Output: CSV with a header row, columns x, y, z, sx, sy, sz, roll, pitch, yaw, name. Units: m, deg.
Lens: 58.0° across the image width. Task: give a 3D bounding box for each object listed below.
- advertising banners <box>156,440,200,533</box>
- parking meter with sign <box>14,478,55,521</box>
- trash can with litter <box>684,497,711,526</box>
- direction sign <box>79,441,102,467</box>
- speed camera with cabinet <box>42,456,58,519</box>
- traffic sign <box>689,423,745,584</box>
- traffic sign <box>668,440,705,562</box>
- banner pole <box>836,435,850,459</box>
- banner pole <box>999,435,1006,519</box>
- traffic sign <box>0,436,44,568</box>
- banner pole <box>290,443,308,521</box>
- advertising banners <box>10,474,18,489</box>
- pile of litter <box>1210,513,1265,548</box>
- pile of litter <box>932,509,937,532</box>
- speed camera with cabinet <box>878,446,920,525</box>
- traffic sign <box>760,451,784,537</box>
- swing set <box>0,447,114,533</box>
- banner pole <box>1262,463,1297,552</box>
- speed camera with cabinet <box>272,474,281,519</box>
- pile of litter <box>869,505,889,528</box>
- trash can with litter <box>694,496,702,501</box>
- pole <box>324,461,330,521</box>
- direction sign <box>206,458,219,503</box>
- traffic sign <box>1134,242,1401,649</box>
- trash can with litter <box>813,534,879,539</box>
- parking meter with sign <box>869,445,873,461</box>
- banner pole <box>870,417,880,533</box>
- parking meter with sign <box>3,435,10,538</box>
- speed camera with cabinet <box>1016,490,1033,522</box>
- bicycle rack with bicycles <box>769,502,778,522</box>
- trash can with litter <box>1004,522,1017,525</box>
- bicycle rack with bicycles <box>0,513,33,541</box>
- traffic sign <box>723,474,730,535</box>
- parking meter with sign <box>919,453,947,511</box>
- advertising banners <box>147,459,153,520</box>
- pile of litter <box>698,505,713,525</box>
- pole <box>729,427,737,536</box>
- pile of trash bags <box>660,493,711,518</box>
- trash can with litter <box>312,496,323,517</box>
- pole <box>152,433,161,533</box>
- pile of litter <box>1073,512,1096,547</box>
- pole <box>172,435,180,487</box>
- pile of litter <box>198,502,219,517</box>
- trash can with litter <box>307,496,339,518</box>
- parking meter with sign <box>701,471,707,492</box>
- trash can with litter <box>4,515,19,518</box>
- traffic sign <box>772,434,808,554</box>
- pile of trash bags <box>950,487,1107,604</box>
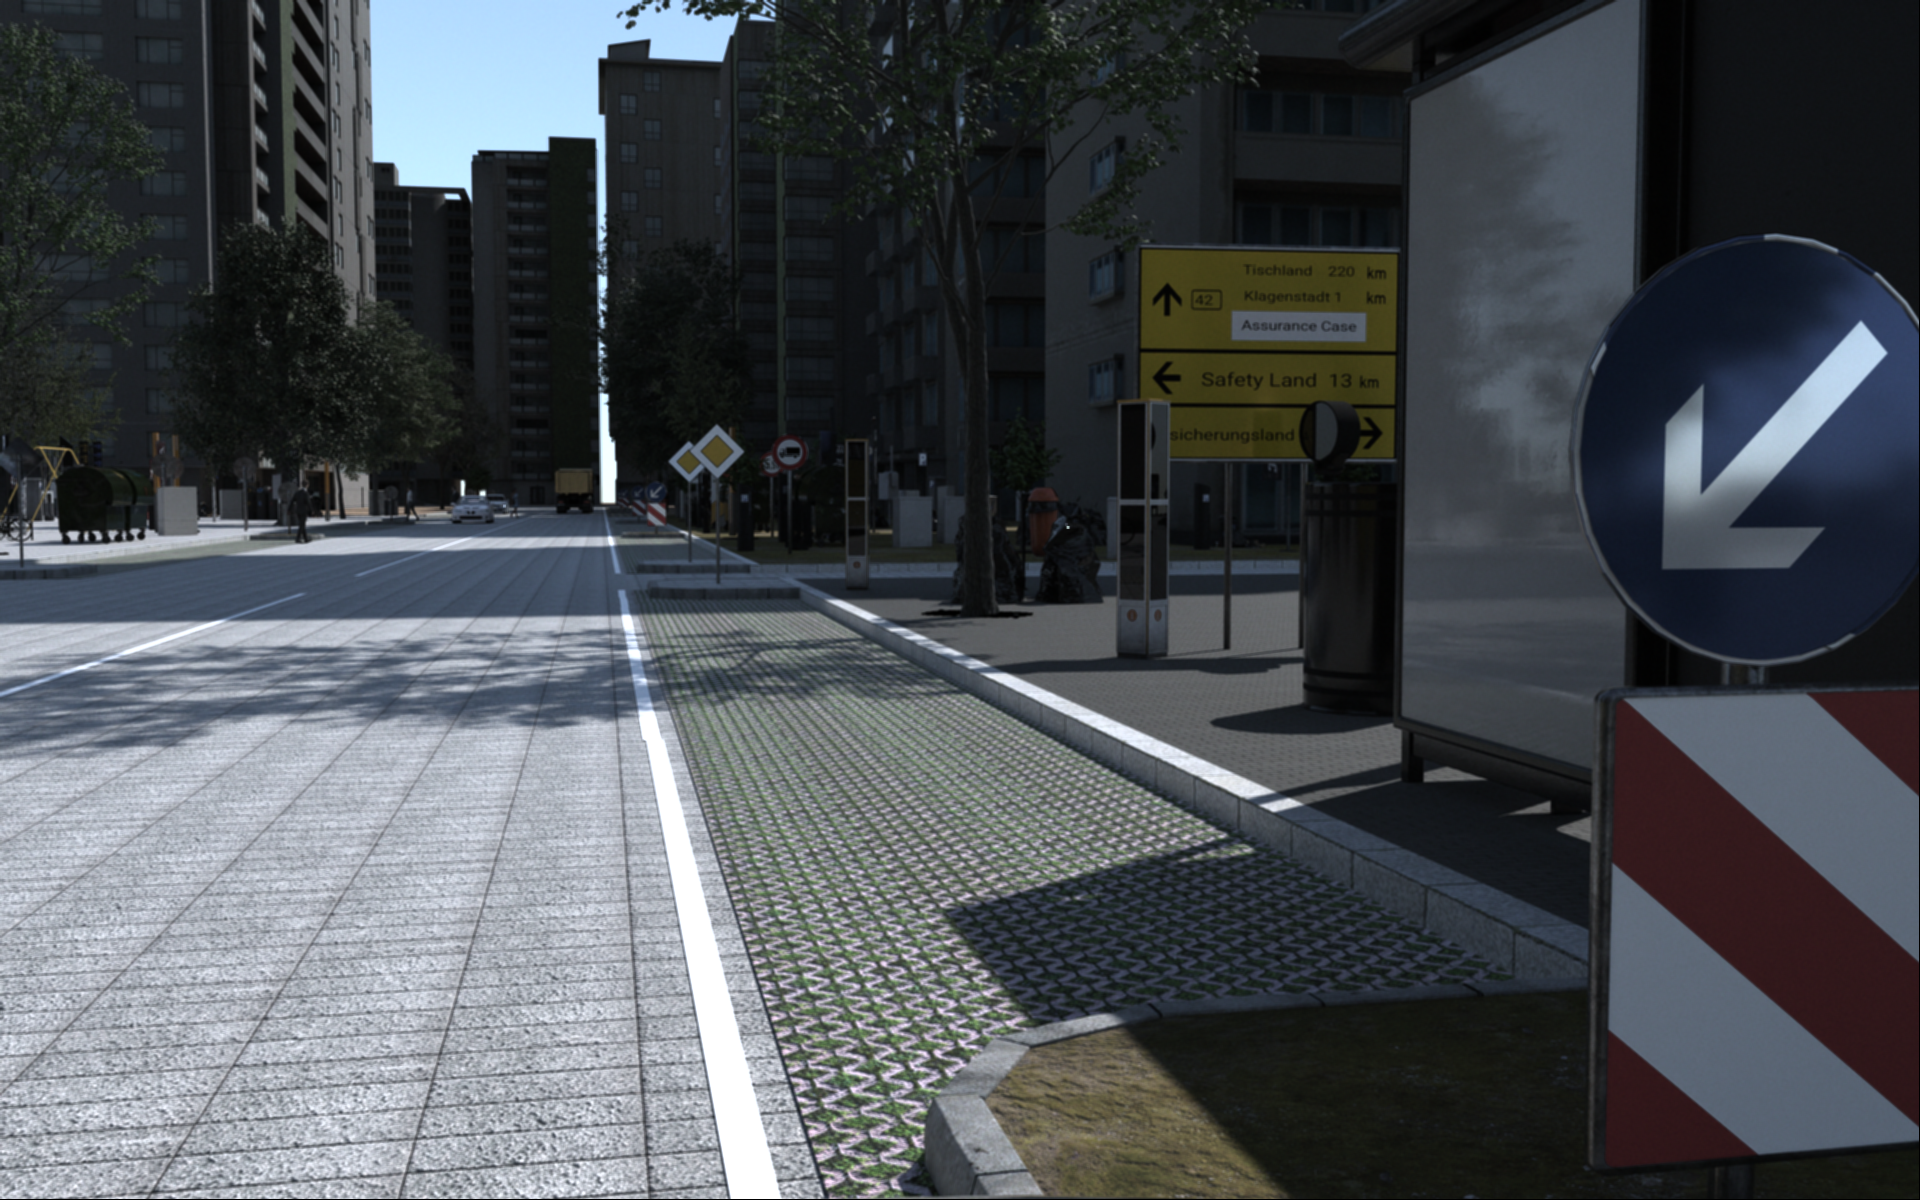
x,y,z,sx,sy,sz,roll,pitch,yaw,name
-25.436,-3.675,56.277,2.074,3.025,0.090,2,4,30,advertising banners
-44.107,-5.269,82.416,1.738,3.016,0.543,-1,4,-9,parking meter with sign
-10.438,-3.519,68.919,1.055,1.170,0.624,1,4,12,trash can with litter
-37.365,-5.047,74.518,0.876,3.537,0.379,-3,5,-41,direction sign
-47.277,-5.846,89.921,0.660,3.252,2.038,1,4,10,speed camera with cabinet
-3.459,-1.288,24.702,0.795,2.450,0.064,-1,4,-12,traffic sign
-5.080,-1.766,32.521,0.795,2.450,0.064,-1,4,-12,traffic sign
-4.962,-5.111,73.576,0.863,3.779,0.401,0,4,0,banner pole
1.943,-5.136,73.986,0.863,3.779,0.401,-1,4,-8,banner pole
-16.389,-1.625,30.206,0.795,2.450,0.064,-1,4,-12,traffic sign
-31.969,-5.729,83.680,0.863,3.779,0.401,-3,4,-38,banner pole
-49.167,-5.819,91.328,2.074,3.025,0.090,0,4,4,advertising banners
6.690,-1.708,41.889,1.176,0.858,1.719,-1,4,-12,pile of litter
-0.777,-2.747,58.883,1.176,0.858,1.719,-1,4,-13,pile of litter
-2.518,-4.731,71.683,0.660,3.252,2.038,3,4,38,speed camera with cabinet
-5.615,-3.160,51.776,0.768,2.556,0.104,-1,4,-8,traffic sign
-30.526,-3.711,58.300,2.862,2.851,3.119,-1,4,-9,swing set
7.146,-2.982,38.768,0.863,3.779,0.401,2,4,30,banner pole
-30.828,-5.174,78.925,0.660,3.252,2.038,-1,4,-9,speed camera with cabinet
-3.433,-3.196,66.215,1.719,0.858,1.176,-2,4,-27,pile of litter
-12.400,-4.523,85.014,2.233,1.210,1.678,0,4,-5,trash can with litter
-30.062,-5.407,82.253,0.158,3.312,0.155,0,3,0,pole
-42.910,-6.571,99.440,0.876,3.537,0.379,1,4,18,direction sign
2.530,-1.247,14.262,2.265,3.308,0.079,0,4,-8,traffic sign
-3.498,-2.379,49.957,2.233,1.210,1.678,0,4,3,trash can with litter
-3.719,-4.066,62.743,0.543,3.016,1.738,-2,4,-29,parking meter with sign
-2.765,-4.052,56.260,0.401,3.779,0.863,-1,4,-12,banner pole
-28.753,-3.321,50.559,1.738,3.016,0.543,-3,4,-36,parking meter with sign
3.622,-5.202,79.395,2.038,3.252,0.660,0,4,-6,speed camera with cabinet
-9.470,-4.125,80.832,2.925,0.926,2.852,-1,4,-22,bicycle rack with bicycles
1.238,-3.705,71.634,2.233,1.210,1.678,1,4,9,trash can with litter
-26.574,-2.064,47.126,2.925,0.926,2.852,0,4,6,bicycle rack with bicycles
-7.126,-3.274,53.630,0.768,2.556,0.104,0,4,-4,traffic sign
-0.933,-4.759,74.078,1.738,3.016,0.543,-3,5,-42,parking meter with sign
-40.310,-5.488,85.911,0.090,3.025,2.074,-1,4,-8,advertising banners
-10.370,-3.486,70.966,1.176,0.858,1.719,3,5,39,pile of litter
-6.947,-3.616,52.958,0.158,3.312,0.155,0,3,0,pole
-15.435,-5.333,96.945,3.447,1.369,1.912,2,4,27,pile of trash bags
-35.772,-5.189,96.225,0.624,1.170,1.055,0,4,-6,trash can with litter
-26.627,-3.889,57.432,0.158,3.312,0.155,0,3,0,pole
2.613,-1.635,40.697,1.176,0.858,1.719,2,4,32,pile of litter
-27.098,-4.041,59.913,0.158,3.312,0.155,0,3,0,pole
-41.786,-5.041,96.386,1.176,0.858,1.719,0,4,5,pile of litter
-34.728,-5.036,93.403,2.233,1.210,1.678,-1,4,-10,trash can with litter
-15.282,-6.554,103.415,0.543,3.016,1.738,-1,4,-9,parking meter with sign
-51.019,-5.105,94.525,2.233,1.210,1.678,-2,4,-34,trash can with litter
-3.623,-2.249,36.871,0.768,2.556,0.104,-1,4,-11,traffic sign
0.910,-0.734,21.747,1.912,1.369,3.447,0,4,7,pile of trash bags
